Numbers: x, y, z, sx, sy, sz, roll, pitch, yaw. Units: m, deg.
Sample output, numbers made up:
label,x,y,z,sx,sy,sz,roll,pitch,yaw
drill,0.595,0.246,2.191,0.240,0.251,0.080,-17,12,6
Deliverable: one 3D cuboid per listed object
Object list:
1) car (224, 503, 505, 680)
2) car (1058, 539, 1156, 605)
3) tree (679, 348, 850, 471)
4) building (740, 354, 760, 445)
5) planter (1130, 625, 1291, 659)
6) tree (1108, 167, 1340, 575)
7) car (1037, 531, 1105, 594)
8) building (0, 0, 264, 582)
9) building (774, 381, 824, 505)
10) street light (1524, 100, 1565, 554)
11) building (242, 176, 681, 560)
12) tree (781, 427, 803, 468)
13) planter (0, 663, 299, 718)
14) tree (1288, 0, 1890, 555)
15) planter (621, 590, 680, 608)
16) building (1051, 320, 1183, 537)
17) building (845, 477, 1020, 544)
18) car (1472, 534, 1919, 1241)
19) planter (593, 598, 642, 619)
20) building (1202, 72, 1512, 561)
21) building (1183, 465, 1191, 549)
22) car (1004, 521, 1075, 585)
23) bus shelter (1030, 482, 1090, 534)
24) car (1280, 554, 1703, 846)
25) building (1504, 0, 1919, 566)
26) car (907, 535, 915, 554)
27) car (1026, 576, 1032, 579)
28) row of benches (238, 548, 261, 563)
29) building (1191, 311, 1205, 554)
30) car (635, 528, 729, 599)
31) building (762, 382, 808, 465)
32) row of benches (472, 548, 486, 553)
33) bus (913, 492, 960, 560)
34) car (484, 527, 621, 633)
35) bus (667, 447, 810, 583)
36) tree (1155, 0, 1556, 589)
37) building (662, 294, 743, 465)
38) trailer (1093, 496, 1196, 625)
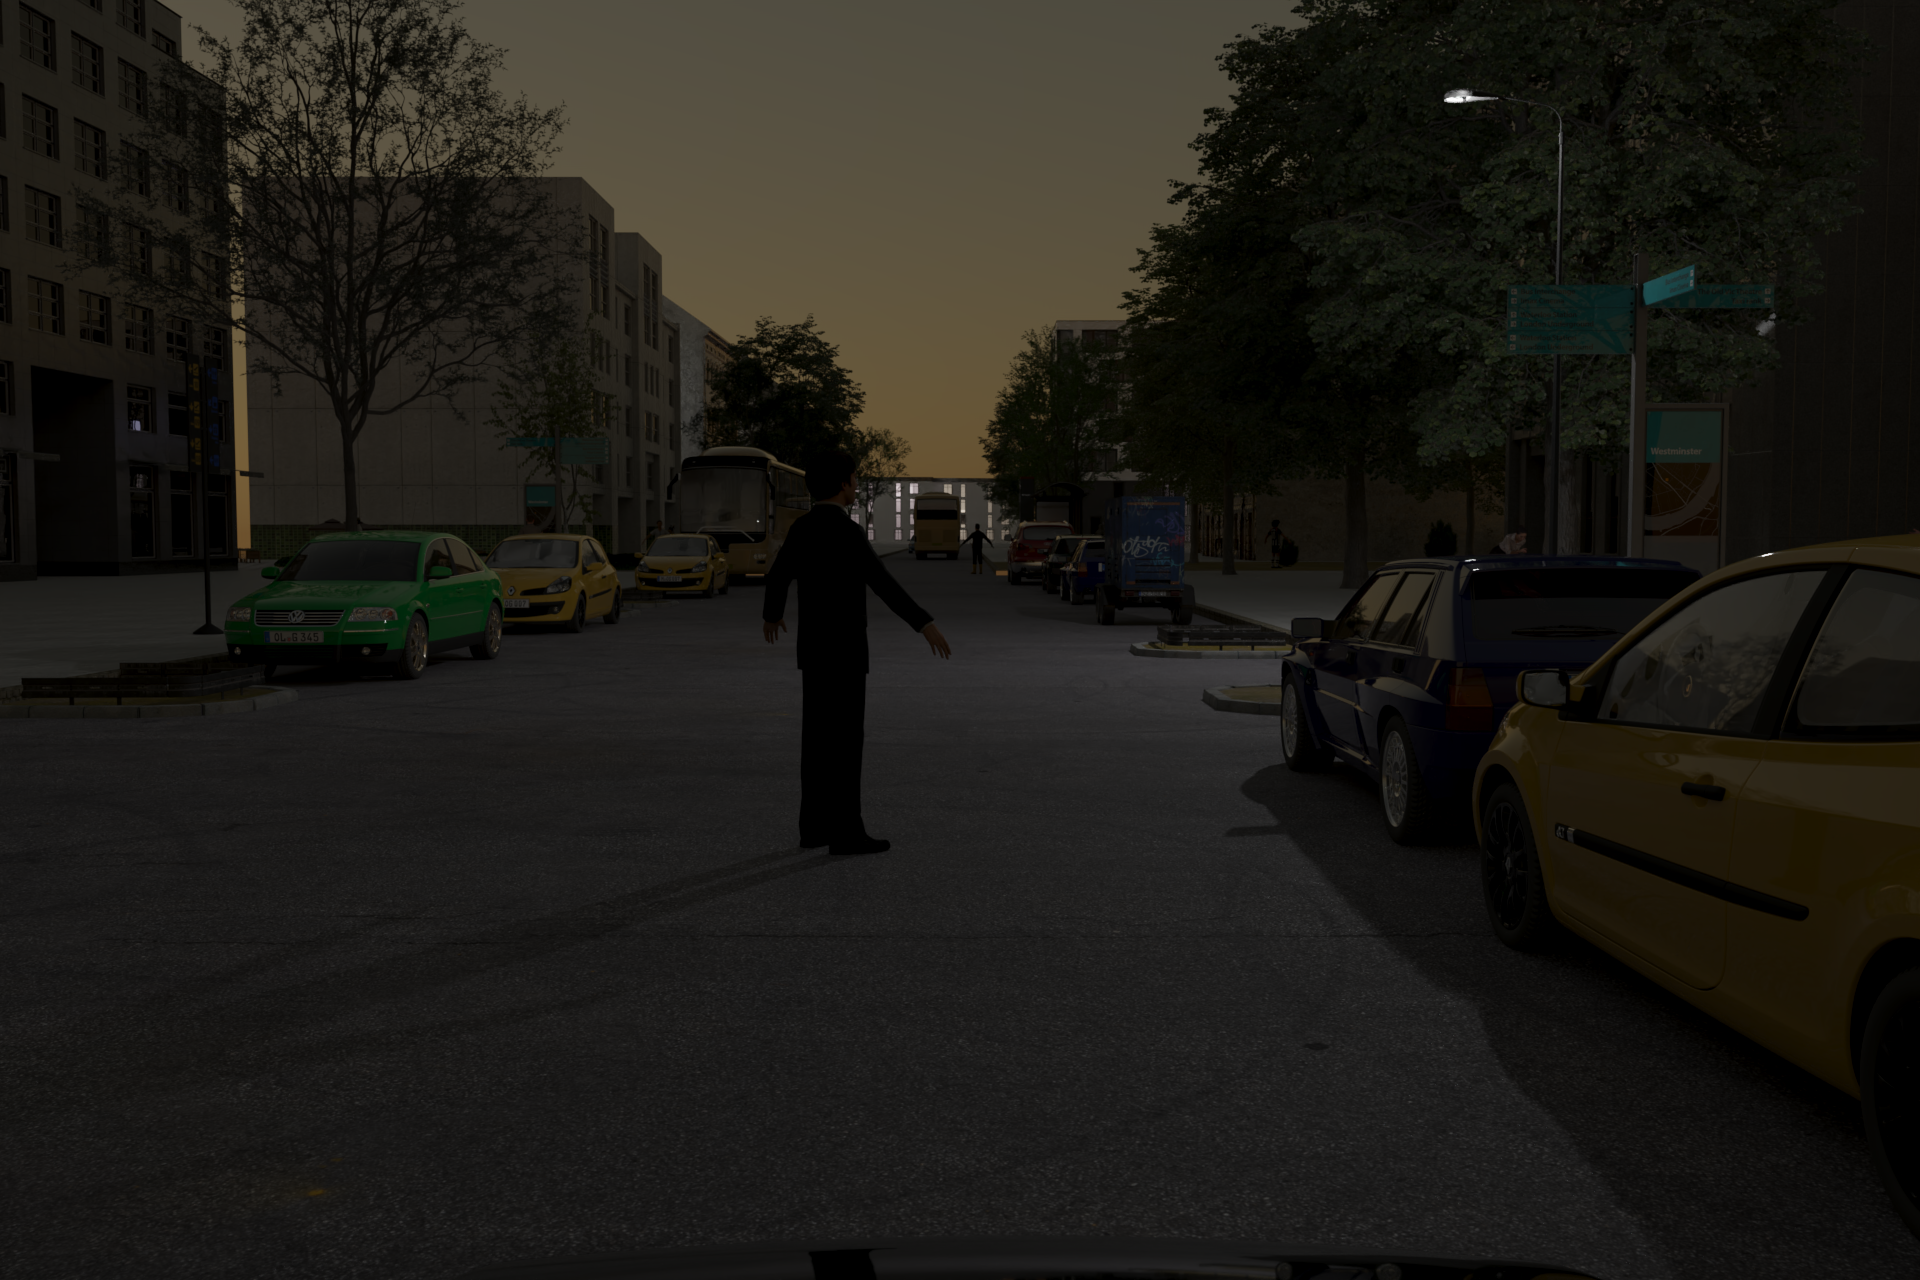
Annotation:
label,x,y,z,sx,sy,sz,roll,pitch,yaw
car,-6.195,-0.589,18.429,1.959,1.807,4.718,0,4,0
car,3.060,-1.448,36.255,1.945,1.354,3.894,0,4,-1
tree,-9.637,-9.293,86.352,8.767,10.594,7.601,-1,4,-13
building,-26.839,-19.671,178.033,16.016,20.090,11.380,0,4,0
planter,3.074,0.019,20.823,1.991,0.319,1.994,0,4,0
tree,8.315,-8.306,53.923,7.486,12.596,7.792,0,3,0
car,2.935,-2.022,42.848,2.009,1.686,4.222,0,4,0
building,-30.331,-14.128,49.406,11.959,24.771,22.079,0,3,0
building,-27.251,-23.786,219.823,19.493,23.208,18.063,0,4,0
street light,6.828,-2.794,18.221,1.470,5.913,1.316,0,4,0
building,-27.183,-14.390,101.737,16.747,18.905,31.486,0,4,0
tree,-9.599,-9.664,108.373,4.737,8.622,4.395,0,3,0
planter,-6.705,0.408,14.472,1.991,0.319,1.994,0,4,1
tree,9.366,-7.332,26.528,9.857,13.997,8.962,0,3,0
planter,-6.645,-0.812,34.410,1.991,0.319,1.994,0,3,0
building,23.300,-20.667,181.885,27.936,21.610,32.646,0,4,0
building,-4.552,-18.954,254.507,28.070,9.664,9.099,0,4,-8
car,2.739,0.331,4.817,2.015,1.641,3.980,0,4,-1
planter,-6.644,-0.556,30.236,1.991,0.319,1.994,0,4,1
building,23.171,-15.846,90.004,19.493,23.208,18.063,0,4,0
building,23.915,-11.992,138.217,9.099,9.664,28.070,0,4,0
car,2.429,-2.541,50.220,2.281,1.827,5.304,0,3,0
bus shelter,3.949,-4.625,69.543,2.014,3.302,5.546,0,4,-1
car,2.848,0.200,9.307,1.945,1.354,3.894,0,4,0
building,25.241,-14.266,50.506,12.078,24.872,19.932,0,4,0
car,-2.931,-7.163,129.111,2.014,1.417,4.499,0,4,0
car,2.940,-2.849,56.810,2.015,1.641,3.980,0,4,0
row of benches,-32.395,-3.830,78.082,1.422,0.672,4.104,-3,4,-37
building,25.091,-17.006,108.972,19.493,23.208,18.063,0,4,0
car,-6.350,-1.804,39.714,2.015,1.641,3.980,0,4,0
building,-27.815,-22.676,201.688,19.493,23.208,18.063,0,4,0
row of benches,-21.889,-3.792,77.458,4.104,0.672,1.422,0,4,-1
bus,-1.346,-6.658,100.412,2.896,3.916,12.252,0,4,-1
car,-6.301,-0.978,26.222,2.015,1.641,3.980,0,4,0
bus,-6.348,-3.719,52.346,2.896,3.916,12.252,0,4,0
tree,9.259,-8.170,40.242,9.857,13.997,8.962,0,3,0
building,-27.952,-18.708,136.800,19.493,23.208,18.063,0,4,1
trailer,2.905,-1.295,28.217,1.471,1.999,3.904,0,4,-1
